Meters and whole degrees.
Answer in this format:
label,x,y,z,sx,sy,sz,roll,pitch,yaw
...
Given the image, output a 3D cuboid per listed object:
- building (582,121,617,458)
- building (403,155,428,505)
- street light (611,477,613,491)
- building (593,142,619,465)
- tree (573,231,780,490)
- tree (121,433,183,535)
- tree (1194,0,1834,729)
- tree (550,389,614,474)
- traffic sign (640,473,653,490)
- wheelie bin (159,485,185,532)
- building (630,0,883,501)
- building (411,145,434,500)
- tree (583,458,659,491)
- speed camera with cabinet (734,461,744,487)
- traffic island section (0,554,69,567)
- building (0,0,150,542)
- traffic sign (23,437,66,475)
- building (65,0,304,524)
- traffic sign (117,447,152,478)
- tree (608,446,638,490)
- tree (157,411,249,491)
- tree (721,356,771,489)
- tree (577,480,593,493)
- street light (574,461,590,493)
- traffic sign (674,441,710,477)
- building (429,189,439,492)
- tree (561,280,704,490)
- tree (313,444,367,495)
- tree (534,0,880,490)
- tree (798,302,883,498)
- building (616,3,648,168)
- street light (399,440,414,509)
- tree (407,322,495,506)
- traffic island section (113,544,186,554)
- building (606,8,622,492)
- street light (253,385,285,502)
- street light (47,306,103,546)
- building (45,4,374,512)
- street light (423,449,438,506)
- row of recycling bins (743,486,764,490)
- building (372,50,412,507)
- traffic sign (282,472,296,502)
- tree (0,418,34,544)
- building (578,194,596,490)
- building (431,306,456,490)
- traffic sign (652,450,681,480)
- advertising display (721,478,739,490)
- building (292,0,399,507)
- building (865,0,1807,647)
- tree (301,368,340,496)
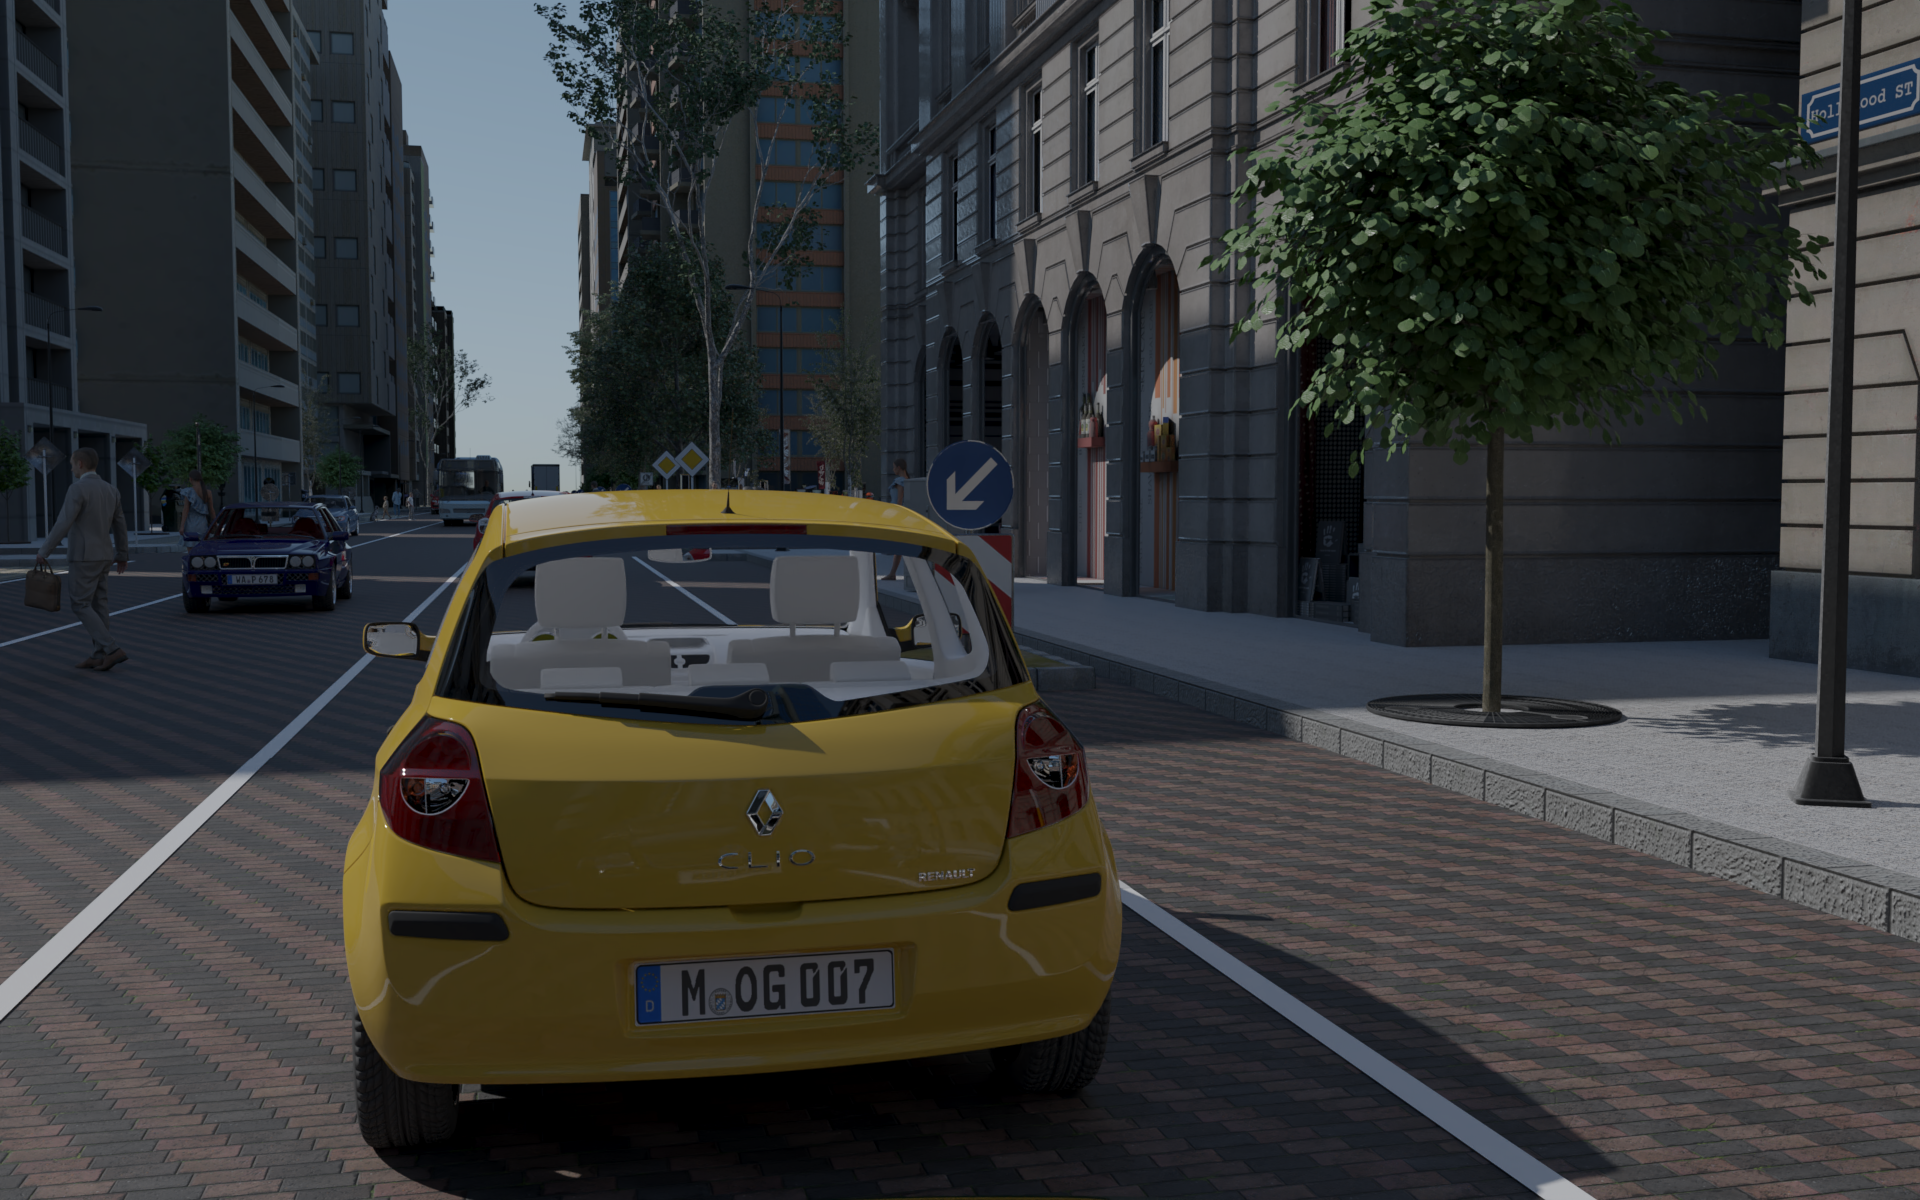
label,x,y,z,sx,sy,sz,roll,pitch,yaw
building,-37.819,-40.006,243.332,28.713,52.752,27.495,-1,4,-14
building,-70.007,-31.716,202.157,14.154,41.232,14.086,-1,4,-14
street light,-27.148,-9.767,132.229,1.470,5.913,1.316,-1,4,-14
building,-39.393,-34.958,221.667,14.600,45.320,14.200,-1,4,-14
tree,-12.399,-9.715,75.843,9.611,12.733,9.660,0,3,0
tree,-25.361,-3.668,54.569,1.663,3.219,1.824,0,3,0
tree,3.062,-1.613,10.087,4.285,4.588,4.351,0,3,0
tree,-42.475,-17.790,201.240,12.009,13.543,11.850,0,3,0
traffic sign,-14.998,-4.940,82.896,0.606,2.300,0.079,-1,4,-12
wheelie bin,-26.576,-3.103,58.650,0.693,1.594,0.980,1,4,14
building,-14.841,-29.631,139.091,22.147,44.769,28.867,-1,4,-14
building,-73.445,-34.594,215.725,14.600,45.320,14.200,-1,4,-14
tree,-21.627,-7.972,114.053,4.285,4.588,4.351,0,3,0
speed camera with cabinet,-12.069,-6.185,95.457,0.660,3.252,2.038,-1,4,-20
traffic island section,-18.655,-0.798,35.336,2.009,0.180,2.903,-1,4,-14
building,-37.338,-37.534,51.936,20.563,71.187,20.611,-1,4,-14
traffic sign,-18.634,-2.023,35.274,0.795,2.593,0.064,-1,4,-14
building,-43.896,-27.965,80.933,21.300,48.544,21.600,-1,4,-14
traffic sign,-20.508,-2.498,43.037,0.795,2.593,0.064,-1,4,-14
tree,-22.843,-10.453,121.267,4.737,8.622,4.395,0,3,0
tree,-29.928,-5.183,68.456,4.285,4.588,4.351,0,3,0
tree,-11.206,-8.320,86.388,4.360,8.622,3.978,0,3,0
tree,-47.517,-13.766,219.671,1.663,3.219,1.824,0,3,0
street light,-46.187,-14.619,211.564,1.470,5.913,1.316,-1,4,-14
traffic sign,-5.899,-2.209,38.314,0.795,2.593,0.064,-1,4,-14
building,-83.569,-37.734,236.565,23.786,49.044,30.456,-1,4,-14
tree,-19.056,-12.085,104.239,9.857,13.997,8.962,0,3,0
tree,-40.435,-7.908,113.015,4.285,4.588,4.351,0,3,0
tree,-6.861,-12.262,56.370,12.611,20.169,13.585,0,3,0
tree,-4.086,-7.161,67.452,4.360,8.622,3.978,0,3,0
building,-21.053,-33.043,163.961,21.300,48.544,21.600,-1,4,-14
street light,-47.605,-10.790,148.963,1.470,5.913,1.316,-1,4,-14
tree,-56.987,-20.346,188.550,12.611,20.169,13.585,0,3,0
traffic island section,-20.529,-1.273,43.099,2.009,0.180,2.903,-1,4,-14
building,-27.160,-45.579,183.470,20.563,71.187,20.611,-1,4,-14
street light,-29.382,-6.183,73.633,1.470,5.913,1.316,-1,4,-14
street light,-21.879,-4.299,42.835,1.470,5.913,1.316,-1,4,-14
building,-59.709,-26.378,123.162,32.217,40.220,23.993,-1,4,-14
street light,-55.068,-12.675,179.770,1.470,5.913,1.316,-1,4,-14
row of recycling bins,-11.728,-5.244,92.856,1.069,1.692,3.534,2,4,33
building,-62.429,-31.849,170.834,14.600,45.320,14.200,-1,4,-14
traffic sign,-31.522,-4.849,81.406,0.606,2.300,0.079,-1,4,-13
tree,-24.649,-3.052,44.500,1.663,3.219,1.824,0,3,0
building,-47.426,-39.306,266.353,21.300,48.544,21.600,-1,4,-14
building,-83.485,-29.885,260.314,14.160,30.474,14.107,-1,4,-14
traffic sign,-7.773,-2.684,46.078,0.795,2.593,0.064,-1,4,-14
advertising display,-9.411,-3.959,69.948,0.974,1.923,0.123,0,4,7
building,-63.781,-34.229,148.879,28.713,52.752,27.495,-1,4,-14
building,6.724,-11.289,26.382,13.314,21.916,24.055,-1,4,-14
tree,-37.720,-9.154,100.032,4.360,8.622,3.978,0,3,0
